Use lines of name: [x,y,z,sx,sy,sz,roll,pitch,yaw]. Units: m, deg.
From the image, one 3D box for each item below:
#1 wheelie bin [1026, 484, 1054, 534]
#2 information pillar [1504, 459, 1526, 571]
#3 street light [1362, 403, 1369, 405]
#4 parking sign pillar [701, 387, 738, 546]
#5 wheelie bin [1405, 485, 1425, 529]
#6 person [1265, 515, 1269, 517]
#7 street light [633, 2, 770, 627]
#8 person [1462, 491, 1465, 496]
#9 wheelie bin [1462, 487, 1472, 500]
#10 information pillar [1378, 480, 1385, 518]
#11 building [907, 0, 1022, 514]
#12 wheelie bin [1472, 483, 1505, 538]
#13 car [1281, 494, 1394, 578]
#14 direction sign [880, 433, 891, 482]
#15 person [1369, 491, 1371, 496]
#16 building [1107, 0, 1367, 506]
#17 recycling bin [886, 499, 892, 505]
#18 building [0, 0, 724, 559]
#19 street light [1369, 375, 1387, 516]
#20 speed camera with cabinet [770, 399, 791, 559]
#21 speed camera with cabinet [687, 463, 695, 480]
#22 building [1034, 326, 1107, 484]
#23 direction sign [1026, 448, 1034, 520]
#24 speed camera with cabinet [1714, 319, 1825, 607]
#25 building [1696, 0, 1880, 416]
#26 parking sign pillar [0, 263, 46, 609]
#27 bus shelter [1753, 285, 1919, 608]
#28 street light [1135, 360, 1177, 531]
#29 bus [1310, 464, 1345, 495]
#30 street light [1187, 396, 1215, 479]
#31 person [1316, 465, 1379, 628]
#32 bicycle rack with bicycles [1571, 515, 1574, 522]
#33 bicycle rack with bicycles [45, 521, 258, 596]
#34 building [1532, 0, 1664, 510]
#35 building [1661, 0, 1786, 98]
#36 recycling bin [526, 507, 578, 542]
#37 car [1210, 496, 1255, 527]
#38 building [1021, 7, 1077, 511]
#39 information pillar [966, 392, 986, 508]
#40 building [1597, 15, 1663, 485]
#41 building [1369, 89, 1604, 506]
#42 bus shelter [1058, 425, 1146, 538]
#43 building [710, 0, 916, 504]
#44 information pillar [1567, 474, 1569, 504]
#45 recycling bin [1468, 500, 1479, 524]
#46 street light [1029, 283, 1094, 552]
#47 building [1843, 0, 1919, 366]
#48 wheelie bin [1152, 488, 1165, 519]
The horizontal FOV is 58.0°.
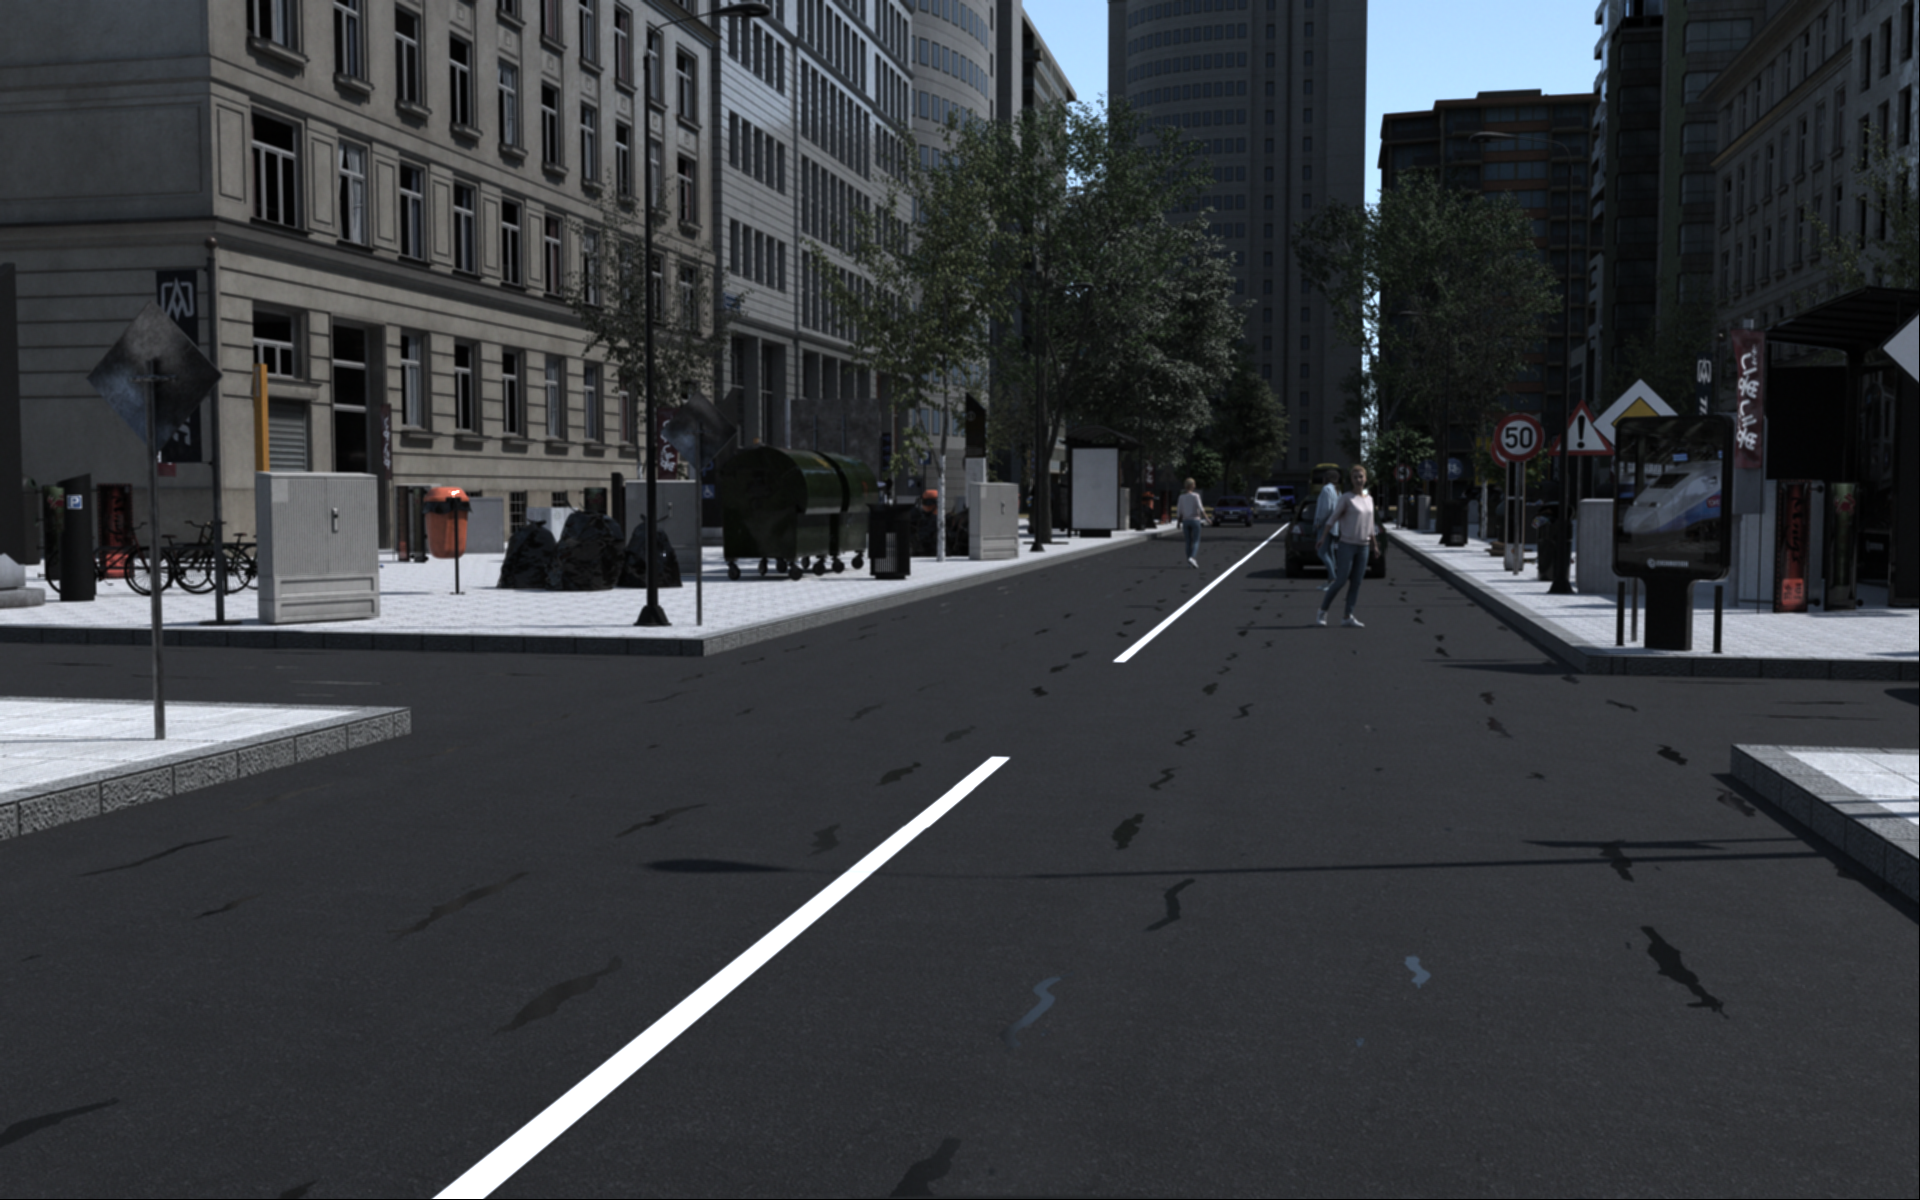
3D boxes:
wheelie bin: [2.628,-2.936,55.913,0.980,1.594,0.693,-3,4,-39]
information pillar: [9.257,-1.493,28.904,0.304,2.012,0.304,1,4,15]
street light: [21.149,-7.078,88.265,1.470,5.913,1.316,1,4,12]
parking sign pillar: [-6.007,-3.350,43.250,1.447,3.967,1.447,1,4,18]
wheelie bin: [16.601,-3.382,63.208,0.693,1.594,0.980,1,4,12]
person: [18.954,-5.859,107.534,0.697,1.427,0.421,0,4,7]
street light: [-2.474,-2.696,16.620,1.470,5.913,1.316,1,4,12]
person: [48.523,-9.613,166.616,0.436,1.711,0.756,1,4,18]
wheelie bin: [24.452,-4.574,82.692,0.980,1.594,0.693,-2,4,-31]
information pillar: [20.882,-4.972,85.782,0.304,2.012,0.304,2,4,25]
building: [-8.852,-34.636,108.304,21.231,58.520,28.212,1,4,12]
wheelie bin: [15.450,-2.596,50.347,0.693,1.594,0.980,2,4,31]
car: [6.761,-1.302,31.071,2.009,1.686,4.222,1,4,13]
direction sign: [-2.965,-4.414,64.173,0.876,3.537,0.379,1,4,20]
person: [39.210,-9.573,165.950,0.436,1.711,0.756,3,5,43]
building: [31.144,-40.002,196.027,28.212,58.520,21.231,1,4,12]
recycling bin: [-3.644,-4.213,81.444,0.722,1.027,0.722,2,4,25]
building: [-18.784,-13.193,48.986,16.112,22.955,30.059,1,4,12]
street light: [16.562,-5.749,66.540,1.470,5.913,1.316,1,4,12]
speed camera with cabinet: [-3.439,-2.503,35.261,0.660,3.252,2.038,0,4,5]
speed camera with cabinet: [-7.705,-3.474,51.136,0.660,3.252,2.038,-1,4,-10]
building: [3.381,-22.058,205.681,28.899,21.520,27.650,1,4,12]
direction sign: [3.447,-5.682,84.903,0.379,3.537,0.876,2,4,28]
speed camera with cabinet: [9.351,-1.585,20.258,2.038,3.252,0.660,-3,4,-37]
building: [40.937,-14.431,69.236,16.112,22.955,30.059,1,4,12]
parking sign pillar: [-11.256,-1.907,19.654,1.447,3.967,1.447,0,4,5]
bus shelter: [11.673,-1.904,22.407,1.731,3.624,6.357,1,4,12]
street light: [6.815,-5.358,60.145,1.470,5.913,1.316,1,4,12]
bus: [29.710,-9.093,140.219,2.896,3.916,12.252,1,4,12]
street light: [11.369,-6.710,82.244,1.470,5.913,1.316,1,4,12]
person: [4.092,-0.581,18.672,0.731,1.740,0.598,-3,4,-38]
bicycle rack with bicycles: [25.076,-3.834,76.062,2.852,0.926,2.925,-1,4,-19]
bicycle rack with bicycles: [-9.923,-0.569,22.678,2.925,0.926,2.852,0,4,7]
building: [55.671,-49.815,127.141,22.319,86.520,31.000,1,4,12]
building: [45.082,-25.049,93.149,14.154,41.232,14.086,1,4,12]
recycling bin: [-7.807,-1.263,33.197,0.722,1.027,0.722,3,4,36]
car: [12.064,-3.921,76.694,1.945,1.354,3.894,1,4,11]
building: [-3.795,-27.425,140.275,23.993,40.220,32.217,1,4,12]
information pillar: [0.341,-2.947,39.544,0.504,3.616,0.183,2,4,27]
building: [47.026,-20.535,107.447,14.160,30.474,14.107,1,4,12]
building: [59.156,-32.805,190.979,28.867,44.769,22.147,1,4,12]
bus shelter: [4.435,-3.641,53.451,2.014,3.302,5.546,1,4,12]
building: [-10.808,-18.357,77.634,11.434,29.767,29.804,1,4,12]
information pillar: [21.983,-3.581,63.036,0.304,2.012,0.304,1,4,11]
recycling bin: [22.027,-3.802,74.714,0.722,1.027,0.722,1,4,18]
street light: [2.249,-4.023,38.317,1.470,5.913,1.316,1,4,12]
building: [32.291,-11.771,47.202,10.420,20.320,16.860,1,4,12]
wheelie bin: [10.147,-4.925,88.436,0.980,1.594,0.693,3,5,44]
